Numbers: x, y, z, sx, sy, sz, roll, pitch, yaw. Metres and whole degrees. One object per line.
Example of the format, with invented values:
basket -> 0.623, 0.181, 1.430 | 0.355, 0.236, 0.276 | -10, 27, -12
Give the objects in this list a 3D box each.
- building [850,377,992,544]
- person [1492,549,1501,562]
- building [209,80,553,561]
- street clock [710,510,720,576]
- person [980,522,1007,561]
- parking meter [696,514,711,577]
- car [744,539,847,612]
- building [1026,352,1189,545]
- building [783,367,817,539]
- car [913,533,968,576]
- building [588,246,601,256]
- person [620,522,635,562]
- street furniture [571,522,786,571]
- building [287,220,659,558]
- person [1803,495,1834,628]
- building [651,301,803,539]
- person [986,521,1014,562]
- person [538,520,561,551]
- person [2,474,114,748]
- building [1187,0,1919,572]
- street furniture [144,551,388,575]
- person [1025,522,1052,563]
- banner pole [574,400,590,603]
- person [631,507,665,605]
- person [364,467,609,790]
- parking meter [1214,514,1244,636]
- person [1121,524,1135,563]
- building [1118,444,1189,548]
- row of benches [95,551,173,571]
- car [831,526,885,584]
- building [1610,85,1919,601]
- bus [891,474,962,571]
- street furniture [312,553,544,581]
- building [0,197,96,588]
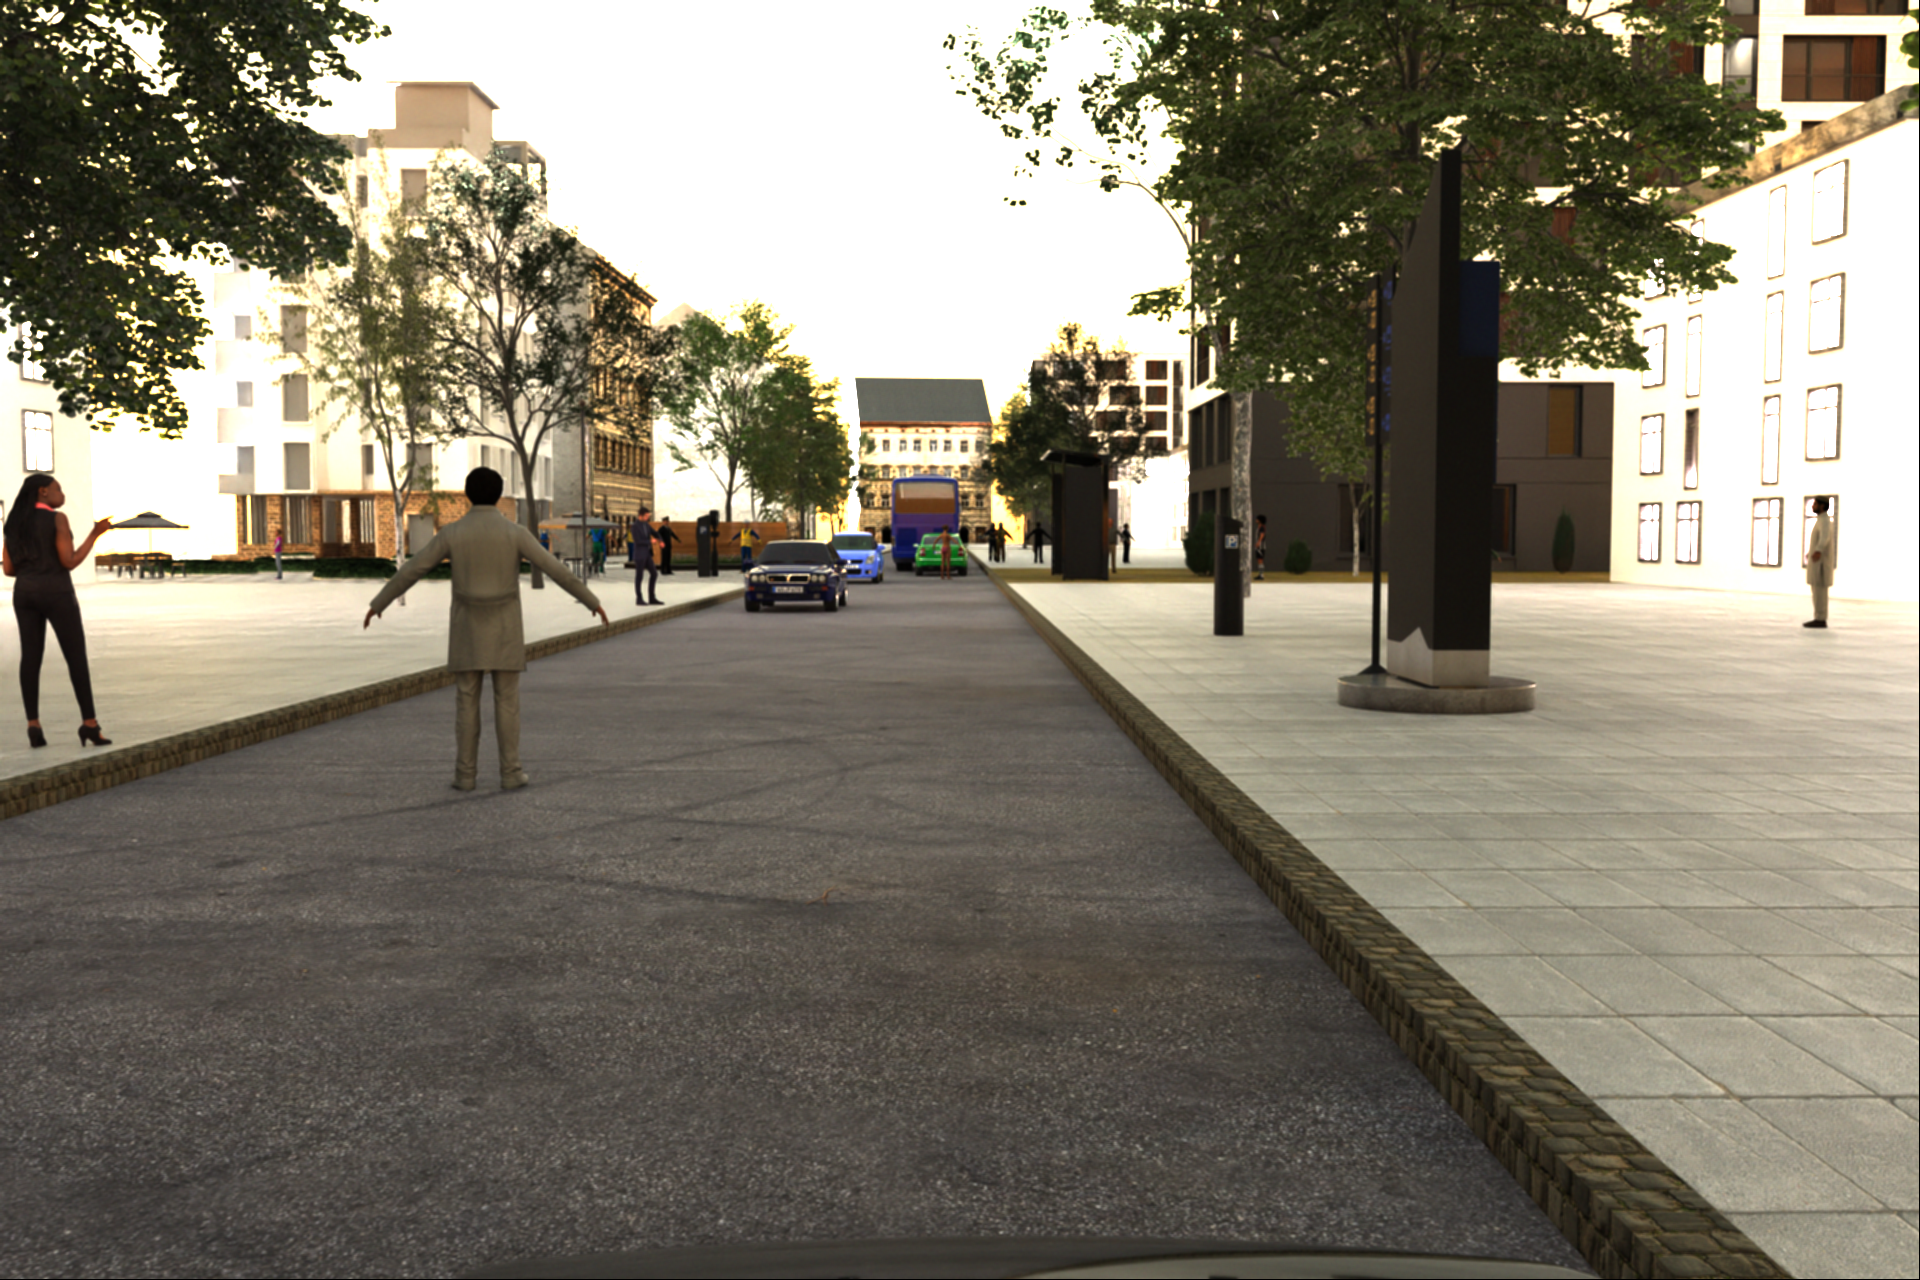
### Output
building -> -5.785, -24.960, 241.483 | 18.063, 23.208, 19.493 | 0, 4, -7
person -> 9.557, -1.410, 32.259 | 0.989, 1.438, 0.599 | 1, 4, 17
building -> -25.246, -13.291, 73.733 | 16.016, 20.090, 11.380 | 0, 4, -1
street clock -> -7.437, -2.930, 52.482 | 0.358, 2.002, 0.471 | 0, 4, 1
person -> 1.579, -4.679, 82.286 | 1.354, 1.856, 0.705 | -1, 4, -17
parking meter -> -7.666, -2.816, 51.760 | 0.399, 1.863, 0.255 | 0, 4, 1
car -> -3.115, -1.265, 33.259 | 1.945, 1.354, 3.894 | 0, 3, 0
building -> 21.886, -22.460, 211.202 | 27.936, 21.610, 32.646 | 0, 4, 0
building -> -26.251, -20.347, 199.133 | 16.747, 18.905, 31.486 | 0, 4, 0
car -> -0.670, -3.169, 60.617 | 1.959, 1.807, 4.718 | 0, 4, -1
building -> -29.292, -15.829, 115.222 | 16.016, 20.090, 11.380 | 0, 4, 0
person -> -14.855, -4.416, 78.175 | 1.349, 1.833, 0.705 | 3, 5, 42
street furniture -> -7.988, -3.484, 63.814 | 11.010, 1.723, 9.812 | -2, 4, -26
building -> -29.189, -16.630, 102.833 | 19.493, 23.208, 18.063 | 0, 4, 0
person -> 11.819, -1.087, 23.859 | 0.704, 1.819, 1.344 | 1, 4, 23
building -> -25.906, -20.914, 172.874 | 19.493, 23.208, 18.063 | 0, 4, 0
person -> 1.855, -4.484, 79.078 | 1.354, 1.858, 0.705 | -1, 4, -18
person -> -16.798, -3.923, 69.994 | 1.347, 1.847, 0.705 | -1, 4, -10
person -> -5.439, -0.181, 10.472 | 0.593, 1.643, 0.415 | -2, 4, -34
building -> 23.442, -14.095, 74.429 | 27.936, 21.610, 32.646 | 0, 4, 0
street furniture -> -23.565, -2.657, 59.071 | 5.734, 0.657, 10.072 | 1, 4, 21
person -> 3.483, -4.304, 76.553 | 1.347, 1.806, 0.705 | 1, 4, 18
banner pole -> -7.035, -2.603, 32.581 | 0.401, 3.779, 0.863 | 0, 4, -1
person -> -5.576, -1.509, 31.167 | 0.568, 1.767, 0.683 | 1, 4, 20
person -> -2.672, -0.070, 9.780 | 1.347, 1.806, 0.705 | -1, 4, -11
parking meter -> 3.412, -0.828, 21.955 | 0.372, 1.533, 0.369 | 0, 3, 0
person -> 7.372, -4.237, 75.989 | 0.721, 1.740, 1.216 | 2, 4, 35
building -> 21.679, -14.176, 173.919 | 9.099, 9.664, 28.070 | 0, 4, -1
row of benches -> -29.284, -2.817, 61.523 | 1.422, 0.672, 4.104 | 0, 4, 6
car -> -3.167, -2.550, 51.277 | 1.945, 1.707, 3.694 | 0, 3, 0
building -> 22.136, -5.540, 32.721 | 9.099, 9.664, 28.070 | 0, 4, -1
bus -> -1.329, -4.828, 70.483 | 2.896, 3.916, 12.251 | 0, 4, 0
street furniture -> -15.768, -2.231, 52.095 | 5.734, 0.657, 10.072 | 0, 4, 0
building -> -23.422, -5.444, 31.153 | 9.099, 9.664, 28.070 | 0, 4, 1
